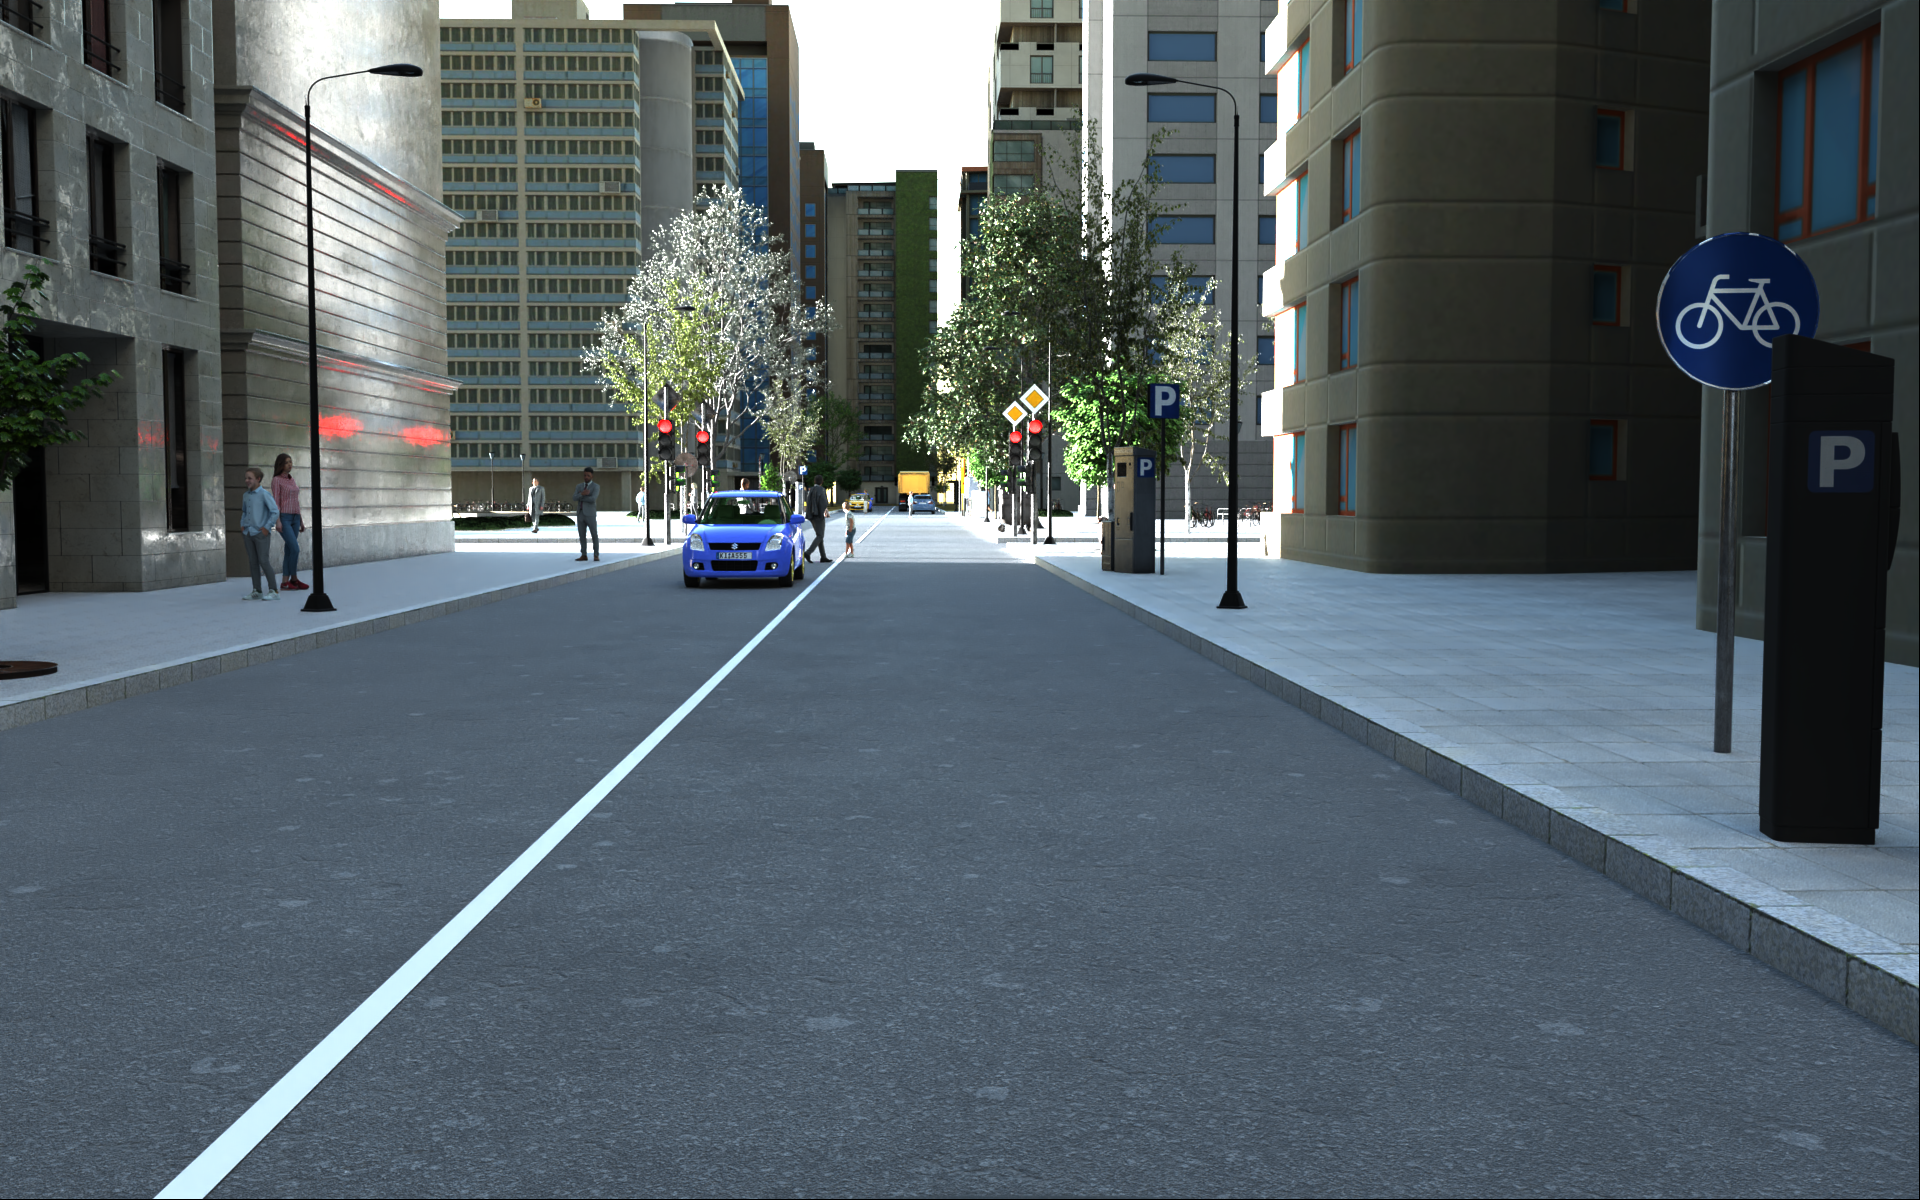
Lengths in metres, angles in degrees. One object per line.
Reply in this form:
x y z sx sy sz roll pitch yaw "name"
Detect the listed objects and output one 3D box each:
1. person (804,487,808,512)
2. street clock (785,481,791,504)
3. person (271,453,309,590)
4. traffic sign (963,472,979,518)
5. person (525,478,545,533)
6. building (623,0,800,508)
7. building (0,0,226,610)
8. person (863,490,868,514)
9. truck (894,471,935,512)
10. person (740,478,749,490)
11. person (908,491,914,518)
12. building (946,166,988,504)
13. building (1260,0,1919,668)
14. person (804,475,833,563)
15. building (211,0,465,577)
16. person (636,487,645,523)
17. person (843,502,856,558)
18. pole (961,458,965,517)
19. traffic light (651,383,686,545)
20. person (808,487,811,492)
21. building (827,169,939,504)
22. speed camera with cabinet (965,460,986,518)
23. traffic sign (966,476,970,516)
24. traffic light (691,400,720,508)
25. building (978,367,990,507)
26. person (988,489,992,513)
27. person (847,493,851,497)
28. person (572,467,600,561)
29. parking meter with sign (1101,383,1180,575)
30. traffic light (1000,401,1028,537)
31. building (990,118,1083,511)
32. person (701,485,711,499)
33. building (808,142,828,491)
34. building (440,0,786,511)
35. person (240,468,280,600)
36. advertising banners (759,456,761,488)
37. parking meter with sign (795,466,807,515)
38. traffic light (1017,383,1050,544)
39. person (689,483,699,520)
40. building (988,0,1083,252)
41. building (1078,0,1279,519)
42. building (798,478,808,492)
-10.713 -7.173 123.541 1.509 1.804 0.699 -3 4 -39 "person"
-9.240 -5.417 93.139 0.358 2.002 0.471 0 4 2 "street clock"
-8.941 -1.039 23.036 0.388 1.821 0.555 0 4 3 "person"
0.583 -5.775 94.423 0.884 2.594 0.081 0 4 1 "traffic sign"
-14.012 -3.115 57.069 0.694 1.812 0.767 1 4 18 "person"
-21.836 -31.009 157.105 14.600 45.320 14.200 0 4 -2 "building"
-15.719 -9.881 16.314 10.420 20.320 16.860 0 4 -2 "building"
-6.832 -7.077 124.759 0.362 1.759 0.519 0 4 2 "person"
-3.838 -9.144 145.423 3.469 3.379 9.791 0 4 -1 "truck"
-4.811 -1.878 39.482 0.520 1.790 0.573 3 4 36 "person"
-2.964 -5.784 104.881 0.330 1.601 0.589 1 4 17 "person"
12.622 -34.839 224.238 28.867 44.769 22.147 0 4 -2 "building"
20.617 -10.825 22.026 27.650 21.520 28.899 0 4 -2 "building"
-2.950 -1.679 36.051 0.850 1.850 0.679 -3 5 -42 "person"
-28.047 -13.040 32.284 34.723 24.649 14.460 0 4 -2 "building"
-14.222 -4.265 77.590 0.589 1.601 0.330 2 4 33 "person"
-2.511 -1.585 39.093 0.352 1.250 0.332 2 4 28 "person"
0.186 -6.374 98.062 0.158 3.312 0.155 0 3 0 "pole"
-7.385 -3.356 43.790 0.839 4.253 0.868 0 4 -2 "traffic light"
-10.968 -7.327 126.014 0.511 1.800 0.466 2 4 27 "person"
-9.796 -32.840 220.529 14.086 41.232 14.154 0 4 -2 "building"
0.873 -6.041 93.110 0.660 3.252 2.038 -1 4 -21 "speed camera with cabinet"
0.542 -6.086 99.510 0.884 2.594 0.081 0 4 3 "traffic sign"
-7.625 -3.844 51.772 0.839 4.253 0.868 0 4 -2 "traffic light"
15.574 -20.891 186.601 27.650 21.520 28.899 0 4 -2 "building"
1.822 -6.531 112.925 0.778 1.811 0.616 2 4 35 "person"
-12.745 -11.751 201.402 0.991 1.433 0.599 0 4 -4 "person"
-7.171 -1.651 33.223 0.511 1.800 0.466 0 4 1 "person"
2.866 -1.954 28.203 0.543 3.016 1.738 -2 4 -25 "parking meter with sign"
1.631 -3.862 52.066 0.839 4.253 0.868 0 4 -2 "traffic light"
9.287 -22.355 137.210 14.160 30.474 14.107 0 4 -2 "building"
-15.906 -6.258 108.459 0.679 1.850 0.850 0 4 -4 "person"
-23.917 -34.823 219.474 14.200 45.320 14.600 0 4 -2 "building"
-30.489 -27.277 137.858 32.217 40.220 23.993 0 4 -2 "building"
-8.541 -0.806 21.037 0.589 1.601 0.330 2 4 34 "person"
-9.232 -5.071 79.096 0.090 3.025 2.074 0 4 1 "advertising banners"
-9.969 -6.843 108.144 0.543 3.016 1.738 -1 4 -17 "parking meter with sign"
1.872 -3.374 44.084 0.839 4.253 0.868 0 4 -2 "traffic light"
-12.224 -4.469 79.290 0.526 1.800 0.537 -1 4 -16 "person"
16.483 -34.757 157.518 28.713 52.752 27.495 0 4 -2 "building"
17.631 -34.121 99.877 21.231 58.520 28.212 0 4 -2 "building"
-30.514 -32.621 187.982 28.867 44.769 22.147 0 4 -2 "building"
